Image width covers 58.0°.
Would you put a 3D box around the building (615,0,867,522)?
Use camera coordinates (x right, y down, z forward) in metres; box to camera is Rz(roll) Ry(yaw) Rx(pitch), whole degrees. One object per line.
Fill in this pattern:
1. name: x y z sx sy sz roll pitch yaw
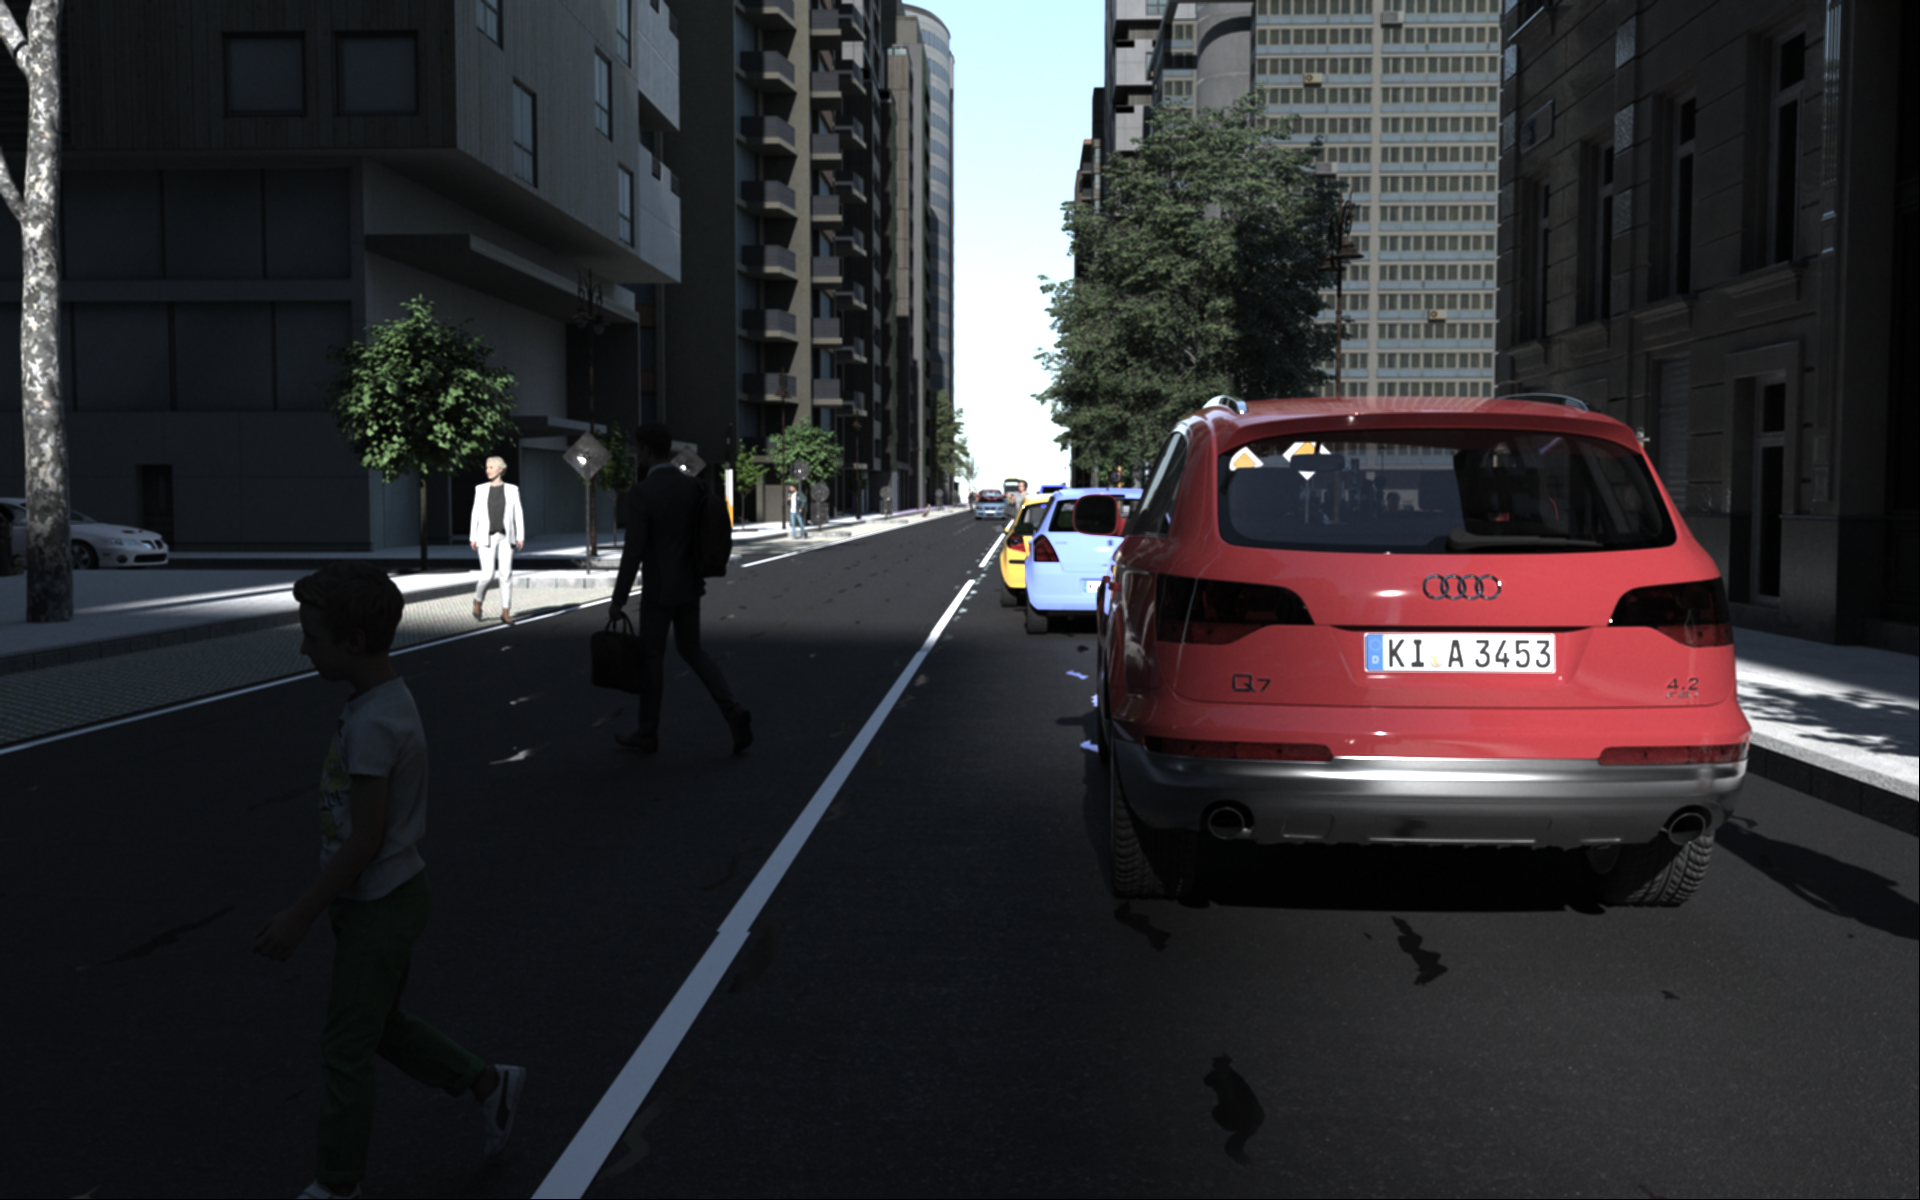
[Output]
1. building: -16.655 -26.683 90.894 22.147 44.769 28.867 0 4 2

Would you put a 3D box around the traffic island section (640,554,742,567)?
1. traffic island section: -5.618 -0.814 35.585 2.009 0.180 2.903 0 4 2

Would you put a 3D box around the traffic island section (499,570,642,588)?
1. traffic island section: -5.944 -0.326 27.607 2.009 0.180 2.903 0 4 2

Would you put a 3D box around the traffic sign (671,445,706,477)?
1. traffic sign: -5.594 -1.950 35.523 0.795 2.450 0.064 0 4 2

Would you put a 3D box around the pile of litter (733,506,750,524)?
1. pile of litter: -9.791 -3.791 75.956 1.176 0.858 1.719 0 4 4

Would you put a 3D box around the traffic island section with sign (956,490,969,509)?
1. traffic island section with sign: -0.439 -9.411 162.496 1.989 1.847 2.006 0 4 2

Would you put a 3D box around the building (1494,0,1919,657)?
1. building: 13.008 -13.180 12.755 12.463 27.353 25.104 0 4 2

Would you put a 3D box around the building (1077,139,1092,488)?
1. building: 25.534 -33.985 210.282 22.147 44.769 28.867 0 4 2

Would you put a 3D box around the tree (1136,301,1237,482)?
1. tree: 8.317 -6.962 64.188 4.360 8.622 3.978 0 3 0

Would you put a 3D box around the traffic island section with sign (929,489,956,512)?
1. traffic island section with sign: -1.556 -7.719 134.826 1.989 1.847 2.006 0 4 2

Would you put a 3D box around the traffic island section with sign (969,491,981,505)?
1. traffic island section with sign: 1.818 -12.782 217.617 1.989 1.847 2.006 0 4 2

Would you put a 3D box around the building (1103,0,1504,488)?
1. building: 27.145 -26.822 130.423 32.217 40.220 23.993 0 4 2

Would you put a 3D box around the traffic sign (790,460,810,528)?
1. traffic sign: -6.072 -4.007 65.626 0.768 2.556 0.104 0 4 4

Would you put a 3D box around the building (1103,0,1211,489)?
1. building: 26.882 -34.653 155.807 28.713 52.752 27.495 0 4 2

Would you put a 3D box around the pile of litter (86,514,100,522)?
1. pile of litter: -18.199 -1.345 35.958 1.719 0.858 1.176 0 4 0

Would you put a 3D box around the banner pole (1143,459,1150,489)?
1. banner pole: 11.703 -7.164 107.141 0.863 3.779 0.401 1 4 20

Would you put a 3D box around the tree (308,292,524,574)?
1. tree: -8.890 -2.728 28.311 4.285 4.588 4.351 0 3 0

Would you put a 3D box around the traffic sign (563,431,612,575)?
1. traffic sign: -5.920 -1.462 27.544 0.795 2.450 0.064 0 4 2

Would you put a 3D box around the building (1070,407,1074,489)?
1. building: 30.423 -25.047 254.565 27.650 21.520 28.899 0 4 2

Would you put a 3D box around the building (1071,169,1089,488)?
1. building: 22.345 -35.629 232.640 14.600 45.320 14.200 0 4 2

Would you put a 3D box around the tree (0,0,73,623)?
1. tree: -10.189 -9.912 17.954 12.611 20.169 13.585 0 3 0

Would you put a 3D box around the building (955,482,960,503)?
1. building: -16.413 -34.117 249.700 32.217 40.220 23.993 0 4 2

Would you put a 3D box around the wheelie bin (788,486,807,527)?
1. wheelie bin: -6.390 -3.674 67.978 0.693 1.594 0.980 0 4 4

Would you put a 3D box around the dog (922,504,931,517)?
1. dog: -2.100 -5.483 106.490 0.513 0.831 0.800 -1 4 -16

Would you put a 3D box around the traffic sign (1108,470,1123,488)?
1. traffic sign: 8.112 -5.524 90.422 0.768 2.556 0.104 1 4 11

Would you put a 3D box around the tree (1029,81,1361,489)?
1. tree: 7.500 -8.993 53.696 9.857 13.997 8.962 0 3 0

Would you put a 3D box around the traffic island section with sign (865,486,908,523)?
1. traffic island section with sign: -3.584 -4.683 85.191 1.989 1.847 2.006 0 4 2

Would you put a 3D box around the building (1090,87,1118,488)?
1. building: 20.390 -30.200 177.369 14.154 41.232 14.086 0 4 2

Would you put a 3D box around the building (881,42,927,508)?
1. building: -10.430 -28.711 153.027 14.154 41.232 14.086 0 4 2

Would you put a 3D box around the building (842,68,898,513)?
1. building: -11.806 -21.205 118.405 14.160 30.474 14.107 0 4 2

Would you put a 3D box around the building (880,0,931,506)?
1. building: -14.156 -33.460 170.780 21.300 48.544 21.600 0 4 2

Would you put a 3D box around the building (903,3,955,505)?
1. building: -11.789 -40.775 208.676 21.231 58.520 28.212 0 4 2

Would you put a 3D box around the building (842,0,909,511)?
1. building: -14.551 -42.612 134.950 20.563 71.187 20.611 0 4 2

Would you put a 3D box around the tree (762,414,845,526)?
1. tree: -6.372 -5.322 70.729 4.285 4.588 4.351 0 3 0

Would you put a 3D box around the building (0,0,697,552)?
1. building: -23.573 -28.137 49.286 28.713 52.752 27.495 0 4 2

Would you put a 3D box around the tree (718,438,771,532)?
1. tree: -7.546 -3.983 59.723 1.663 3.219 1.824 0 3 0

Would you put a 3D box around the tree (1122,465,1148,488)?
1. tree: 9.796 -6.323 97.979 1.663 3.219 1.824 0 3 0

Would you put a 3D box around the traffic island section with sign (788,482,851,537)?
1. traffic island section with sign: -4.703 -3.036 58.259 1.989 1.847 2.006 0 4 2

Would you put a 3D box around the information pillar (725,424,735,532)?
1. information pillar: -7.779 -4.096 58.328 0.183 3.616 0.504 -2 4 -28

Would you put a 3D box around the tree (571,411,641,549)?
1. tree: -8.047 -2.821 40.721 1.663 3.219 1.824 0 3 0
